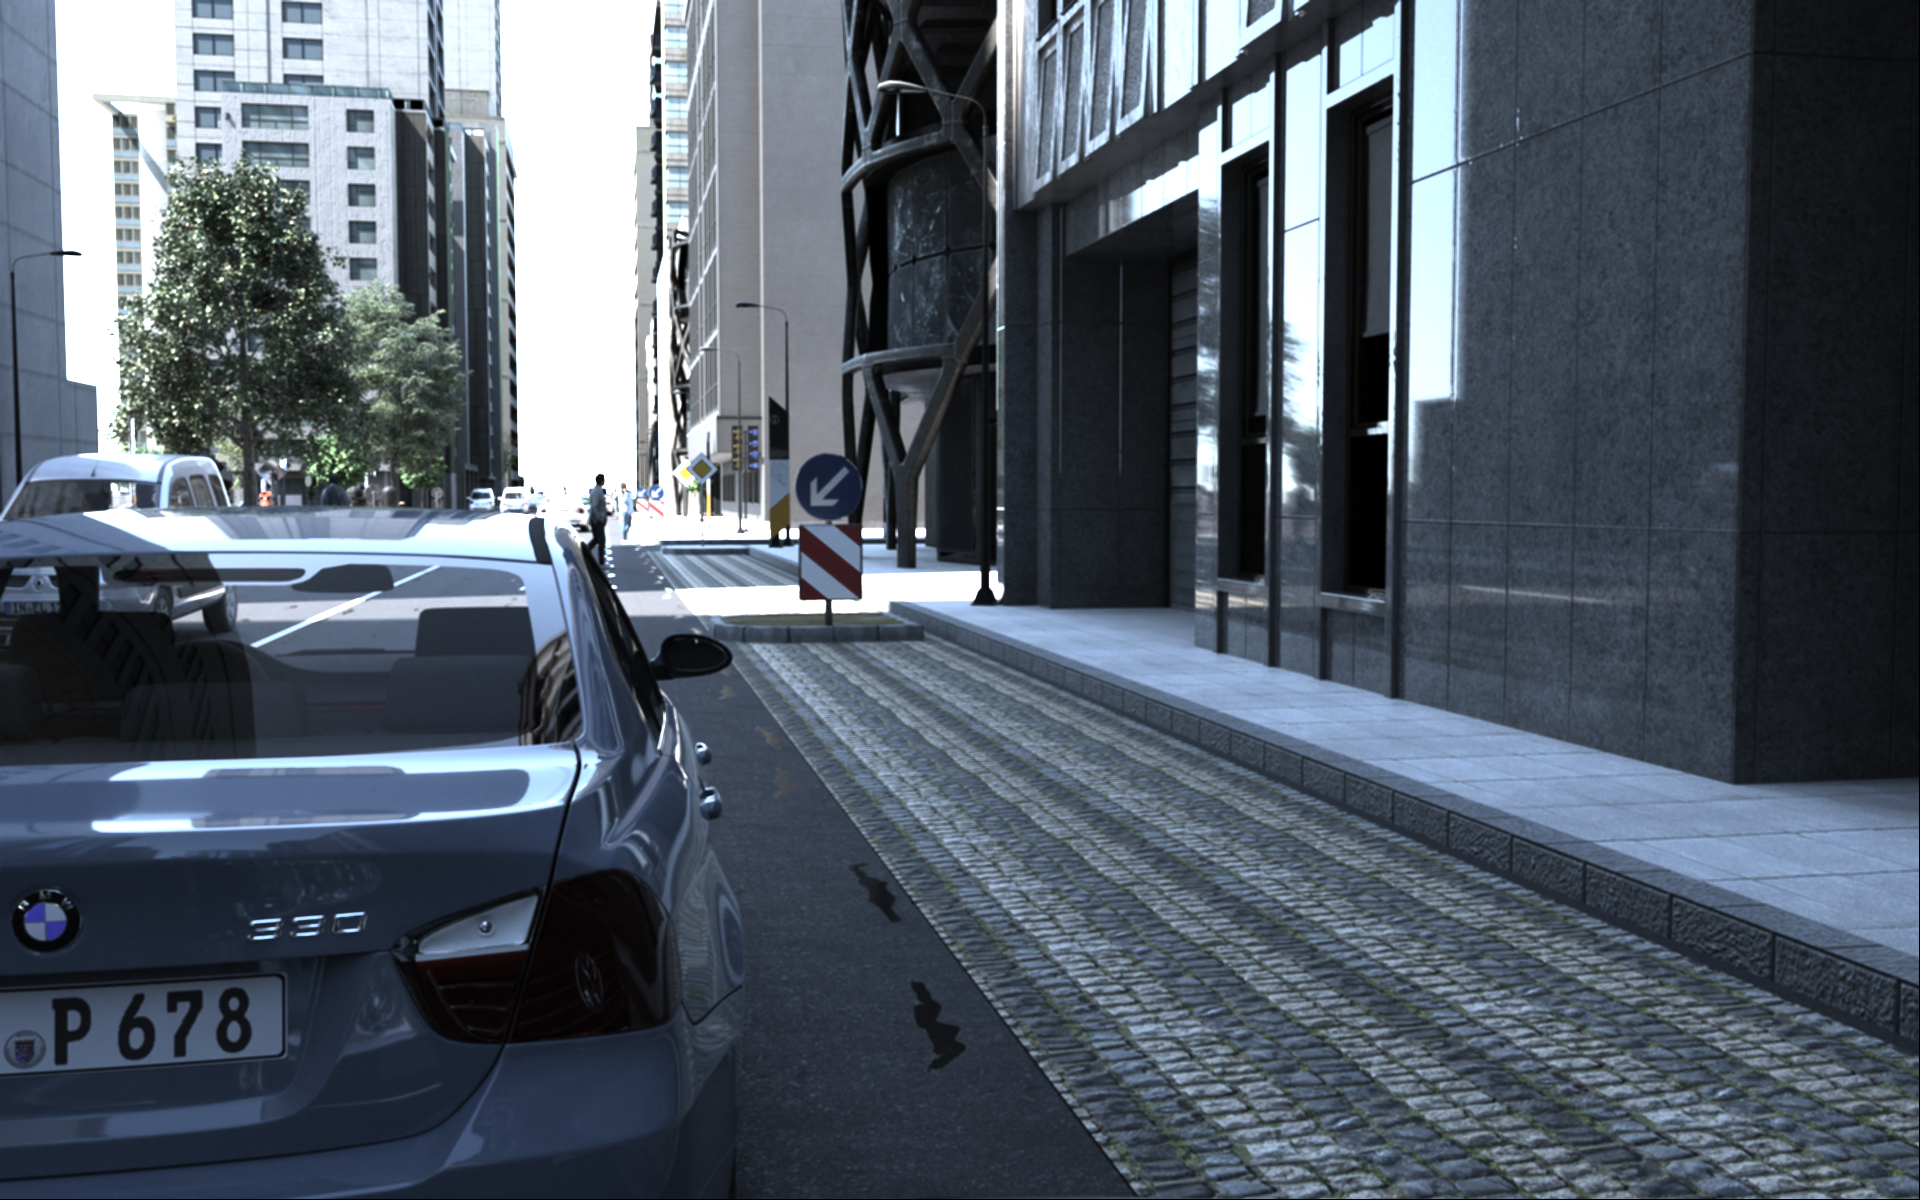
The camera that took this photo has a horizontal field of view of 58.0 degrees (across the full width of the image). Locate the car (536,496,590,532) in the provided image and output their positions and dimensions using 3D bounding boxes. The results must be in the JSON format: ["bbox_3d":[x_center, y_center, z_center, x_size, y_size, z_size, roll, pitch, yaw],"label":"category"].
[{"bbox_3d":[-15.249,-3.320,66.636,2.083,1.381,4.827,-1,4,-11],"label":"car"}]

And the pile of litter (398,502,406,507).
[{"bbox_3d":[-31.559,-5.101,97.364,1.719,0.858,1.176,2,4,30],"label":"pile of litter"}]

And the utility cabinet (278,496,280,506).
[{"bbox_3d":[-36.537,-4.944,91.999,0.306,1.237,1.020,1,4,15],"label":"utility cabinet"}]

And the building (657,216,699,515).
[{"bbox_3d":[-14.673,-15.986,116.118,10.420,20.320,16.860,-1,4,-12],"label":"building"}]

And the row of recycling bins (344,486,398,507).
[{"bbox_3d":[-30.616,-5.007,88.977,3.534,1.692,1.069,0,4,3],"label":"row of recycling bins"}]

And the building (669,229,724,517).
[{"bbox_3d":[-8.308,-14.242,100.316,16.820,18.784,16.811,-1,4,-12],"label":"building"}]

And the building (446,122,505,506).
[{"bbox_3d":[-56.477,-30.638,184.521,14.154,41.232,14.086,-1,4,-12],"label":"building"}]

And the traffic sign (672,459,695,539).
[{"bbox_3d":[-7.857,-2.821,49.767,0.795,2.450,0.064,-1,4,-12],"label":"traffic sign"}]

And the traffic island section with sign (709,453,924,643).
[{"bbox_3d":[-1.524,-0.545,17.531,1.989,1.847,2.006,-1,4,-12],"label":"traffic island section with sign"}]

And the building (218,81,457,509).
[{"bbox_3d":[-44.715,-21.668,125.981,14.160,30.474,14.107,-1,4,-12],"label":"building"}]

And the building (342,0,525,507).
[{"bbox_3d":[-69.213,-48.480,230.904,20.563,71.187,20.611,-1,4,-12],"label":"building"}]

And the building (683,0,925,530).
[{"bbox_3d":[-4.070,-17.180,74.408,14.314,27.812,24.014,-1,4,-12],"label":"building"}]

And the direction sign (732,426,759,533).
[{"bbox_3d":[-7.132,-4.011,57.572,0.876,3.537,0.379,-1,4,-15],"label":"direction sign"}]

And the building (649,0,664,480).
[{"bbox_3d":[-16.480,-30.686,156.338,22.147,44.769,28.867,-1,4,-12],"label":"building"}]

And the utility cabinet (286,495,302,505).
[{"bbox_3d":[-43.444,-6.220,112.857,1.020,1.237,0.306,-2,4,-32],"label":"utility cabinet"}]

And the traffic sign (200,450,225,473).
[{"bbox_3d":[-17.263,-2.206,39.705,0.795,2.450,0.064,-1,4,-12],"label":"traffic sign"}]

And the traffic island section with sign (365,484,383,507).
[{"bbox_3d":[-23.339,-3.695,69.046,1.989,1.847,2.006,-1,4,-12],"label":"traffic island section with sign"}]

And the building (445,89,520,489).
[{"bbox_3d":[-65.288,-35.879,210.316,21.300,48.544,21.600,-1,4,-12],"label":"building"}]

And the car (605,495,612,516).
[{"bbox_3d":[-24.044,-6.266,114.809,2.083,1.381,4.827,-1,4,-13],"label":"car"}]

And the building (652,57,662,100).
[{"bbox_3d":[-34.158,-57.015,244.863,22.319,86.520,31.000,-1,4,-12],"label":"building"}]

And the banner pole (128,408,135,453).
[{"bbox_3d":[-24.123,-3.701,50.535,0.401,3.779,0.863,-2,4,-32],"label":"banner pole"}]

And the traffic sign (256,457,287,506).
[{"bbox_3d":[-18.875,-2.684,47.526,0.795,2.450,0.064,-1,4,-12],"label":"traffic sign"}]

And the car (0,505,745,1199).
[{"bbox_3d":[-1.521,0.479,4.176,2.014,1.417,4.499,-1,4,-12],"label":"car"}]

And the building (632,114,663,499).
[{"bbox_3d":[-30.254,-36.427,219.286,21.300,48.544,21.600,-1,4,-12],"label":"building"}]

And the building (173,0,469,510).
[{"bbox_3d":[-50.777,-43.006,141.400,20.563,71.187,20.611,-1,4,-12],"label":"building"}]

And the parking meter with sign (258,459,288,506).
[{"bbox_3d":[-33.512,-5.366,83.997,0.543,3.016,1.738,3,4,38],"label":"parking meter with sign"}]

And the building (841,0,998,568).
[{"bbox_3d":[5.881,-10.250,35.045,16.820,18.784,16.811,-1,4,-12],"label":"building"}]

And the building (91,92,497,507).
[{"bbox_3d":[-61.157,-28.861,163.755,32.217,40.220,23.993,-1,4,-12],"label":"building"}]

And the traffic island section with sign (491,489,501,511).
[{"bbox_3d":[-38.784,-8.278,143.981,1.989,1.847,2.006,-1,4,-12],"label":"traffic island section with sign"}]

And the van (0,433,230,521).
[{"bbox_3d":[-8.190,-0.590,16.654,2.013,2.044,4.112,-1,4,-10],"label":"van"}]

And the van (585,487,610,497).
[{"bbox_3d":[-33.086,-9.401,158.083,2.240,2.365,5.245,-1,4,-12],"label":"van"}]

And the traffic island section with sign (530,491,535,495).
[{"bbox_3d":[-55.606,-13.273,225.640,1.989,1.847,2.006,-1,4,-12],"label":"traffic island section with sign"}]

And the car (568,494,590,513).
[{"bbox_3d":[-21.239,-5.193,96.704,2.131,1.459,4.920,-1,4,-11],"label":"car"}]

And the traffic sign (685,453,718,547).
[{"bbox_3d":[-6.245,-2.343,41.946,0.795,2.450,0.064,-1,4,-12],"label":"traffic sign"}]

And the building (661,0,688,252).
[{"bbox_3d":[-15.985,-27.588,134.662,14.154,41.232,14.086,-1,4,-12],"label":"building"}]

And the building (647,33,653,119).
[{"bbox_3d":[-40.135,-50.896,270.400,20.563,71.187,20.611,-1,4,-12],"label":"building"}]

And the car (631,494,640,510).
[{"bbox_3d":[-26.119,-7.886,137.736,1.959,1.807,4.718,-1,4,-12],"label":"car"}]

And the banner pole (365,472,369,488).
[{"bbox_3d":[-37.183,-7.254,108.612,0.401,3.779,0.863,-3,5,-39],"label":"banner pole"}]

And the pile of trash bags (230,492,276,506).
[{"bbox_3d":[-28.934,-3.667,69.710,3.447,1.369,1.912,1,4,23],"label":"pile of trash bags"}]

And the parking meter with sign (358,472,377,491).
[{"bbox_3d":[-40.018,-7.330,116.099,1.738,3.016,0.543,-2,4,-28],"label":"parking meter with sign"}]

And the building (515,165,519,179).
[{"bbox_3d":[-79.642,-40.648,253.836,28.713,52.752,27.495,-1,4,-12],"label":"building"}]

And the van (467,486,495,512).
[{"bbox_3d":[-34.997,-7.321,126.712,2.013,2.044,4.112,-1,4,-12],"label":"van"}]

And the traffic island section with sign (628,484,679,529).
[{"bbox_3d":[-12.779,-3.889,72.215,1.989,1.847,2.006,-1,4,-12],"label":"traffic island section with sign"}]

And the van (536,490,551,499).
[{"bbox_3d":[-45.210,-11.055,187.765,2.013,2.044,4.112,-1,4,-11],"label":"van"}]

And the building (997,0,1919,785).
[{"bbox_3d":[8.313,-11.799,10.938,12.078,24.808,19.932,-1,4,-12],"label":"building"}]

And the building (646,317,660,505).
[{"bbox_3d":[-19.213,-20.849,185.919,27.650,21.520,28.899,-1,4,-12],"label":"building"}]

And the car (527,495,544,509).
[{"bbox_3d":[-35.886,-8.174,146.002,2.083,1.381,4.827,-1,4,-13],"label":"car"}]

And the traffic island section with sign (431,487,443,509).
[{"bbox_3d":[-28.792,-5.315,95.534,1.989,1.847,2.006,-1,4,-12],"label":"traffic island section with sign"}]

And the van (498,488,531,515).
[{"bbox_3d":[-28.578,-6.374,111.222,2.013,2.044,4.112,-1,4,-12],"label":"van"}]

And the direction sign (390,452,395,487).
[{"bbox_3d":[-30.463,-6.180,93.041,0.379,3.537,0.876,0,4,-7],"label":"direction sign"}]

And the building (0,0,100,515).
[{"bbox_3d":[-27.425,-35.883,24.944,20.611,71.187,20.563,-1,4,-12],"label":"building"}]
